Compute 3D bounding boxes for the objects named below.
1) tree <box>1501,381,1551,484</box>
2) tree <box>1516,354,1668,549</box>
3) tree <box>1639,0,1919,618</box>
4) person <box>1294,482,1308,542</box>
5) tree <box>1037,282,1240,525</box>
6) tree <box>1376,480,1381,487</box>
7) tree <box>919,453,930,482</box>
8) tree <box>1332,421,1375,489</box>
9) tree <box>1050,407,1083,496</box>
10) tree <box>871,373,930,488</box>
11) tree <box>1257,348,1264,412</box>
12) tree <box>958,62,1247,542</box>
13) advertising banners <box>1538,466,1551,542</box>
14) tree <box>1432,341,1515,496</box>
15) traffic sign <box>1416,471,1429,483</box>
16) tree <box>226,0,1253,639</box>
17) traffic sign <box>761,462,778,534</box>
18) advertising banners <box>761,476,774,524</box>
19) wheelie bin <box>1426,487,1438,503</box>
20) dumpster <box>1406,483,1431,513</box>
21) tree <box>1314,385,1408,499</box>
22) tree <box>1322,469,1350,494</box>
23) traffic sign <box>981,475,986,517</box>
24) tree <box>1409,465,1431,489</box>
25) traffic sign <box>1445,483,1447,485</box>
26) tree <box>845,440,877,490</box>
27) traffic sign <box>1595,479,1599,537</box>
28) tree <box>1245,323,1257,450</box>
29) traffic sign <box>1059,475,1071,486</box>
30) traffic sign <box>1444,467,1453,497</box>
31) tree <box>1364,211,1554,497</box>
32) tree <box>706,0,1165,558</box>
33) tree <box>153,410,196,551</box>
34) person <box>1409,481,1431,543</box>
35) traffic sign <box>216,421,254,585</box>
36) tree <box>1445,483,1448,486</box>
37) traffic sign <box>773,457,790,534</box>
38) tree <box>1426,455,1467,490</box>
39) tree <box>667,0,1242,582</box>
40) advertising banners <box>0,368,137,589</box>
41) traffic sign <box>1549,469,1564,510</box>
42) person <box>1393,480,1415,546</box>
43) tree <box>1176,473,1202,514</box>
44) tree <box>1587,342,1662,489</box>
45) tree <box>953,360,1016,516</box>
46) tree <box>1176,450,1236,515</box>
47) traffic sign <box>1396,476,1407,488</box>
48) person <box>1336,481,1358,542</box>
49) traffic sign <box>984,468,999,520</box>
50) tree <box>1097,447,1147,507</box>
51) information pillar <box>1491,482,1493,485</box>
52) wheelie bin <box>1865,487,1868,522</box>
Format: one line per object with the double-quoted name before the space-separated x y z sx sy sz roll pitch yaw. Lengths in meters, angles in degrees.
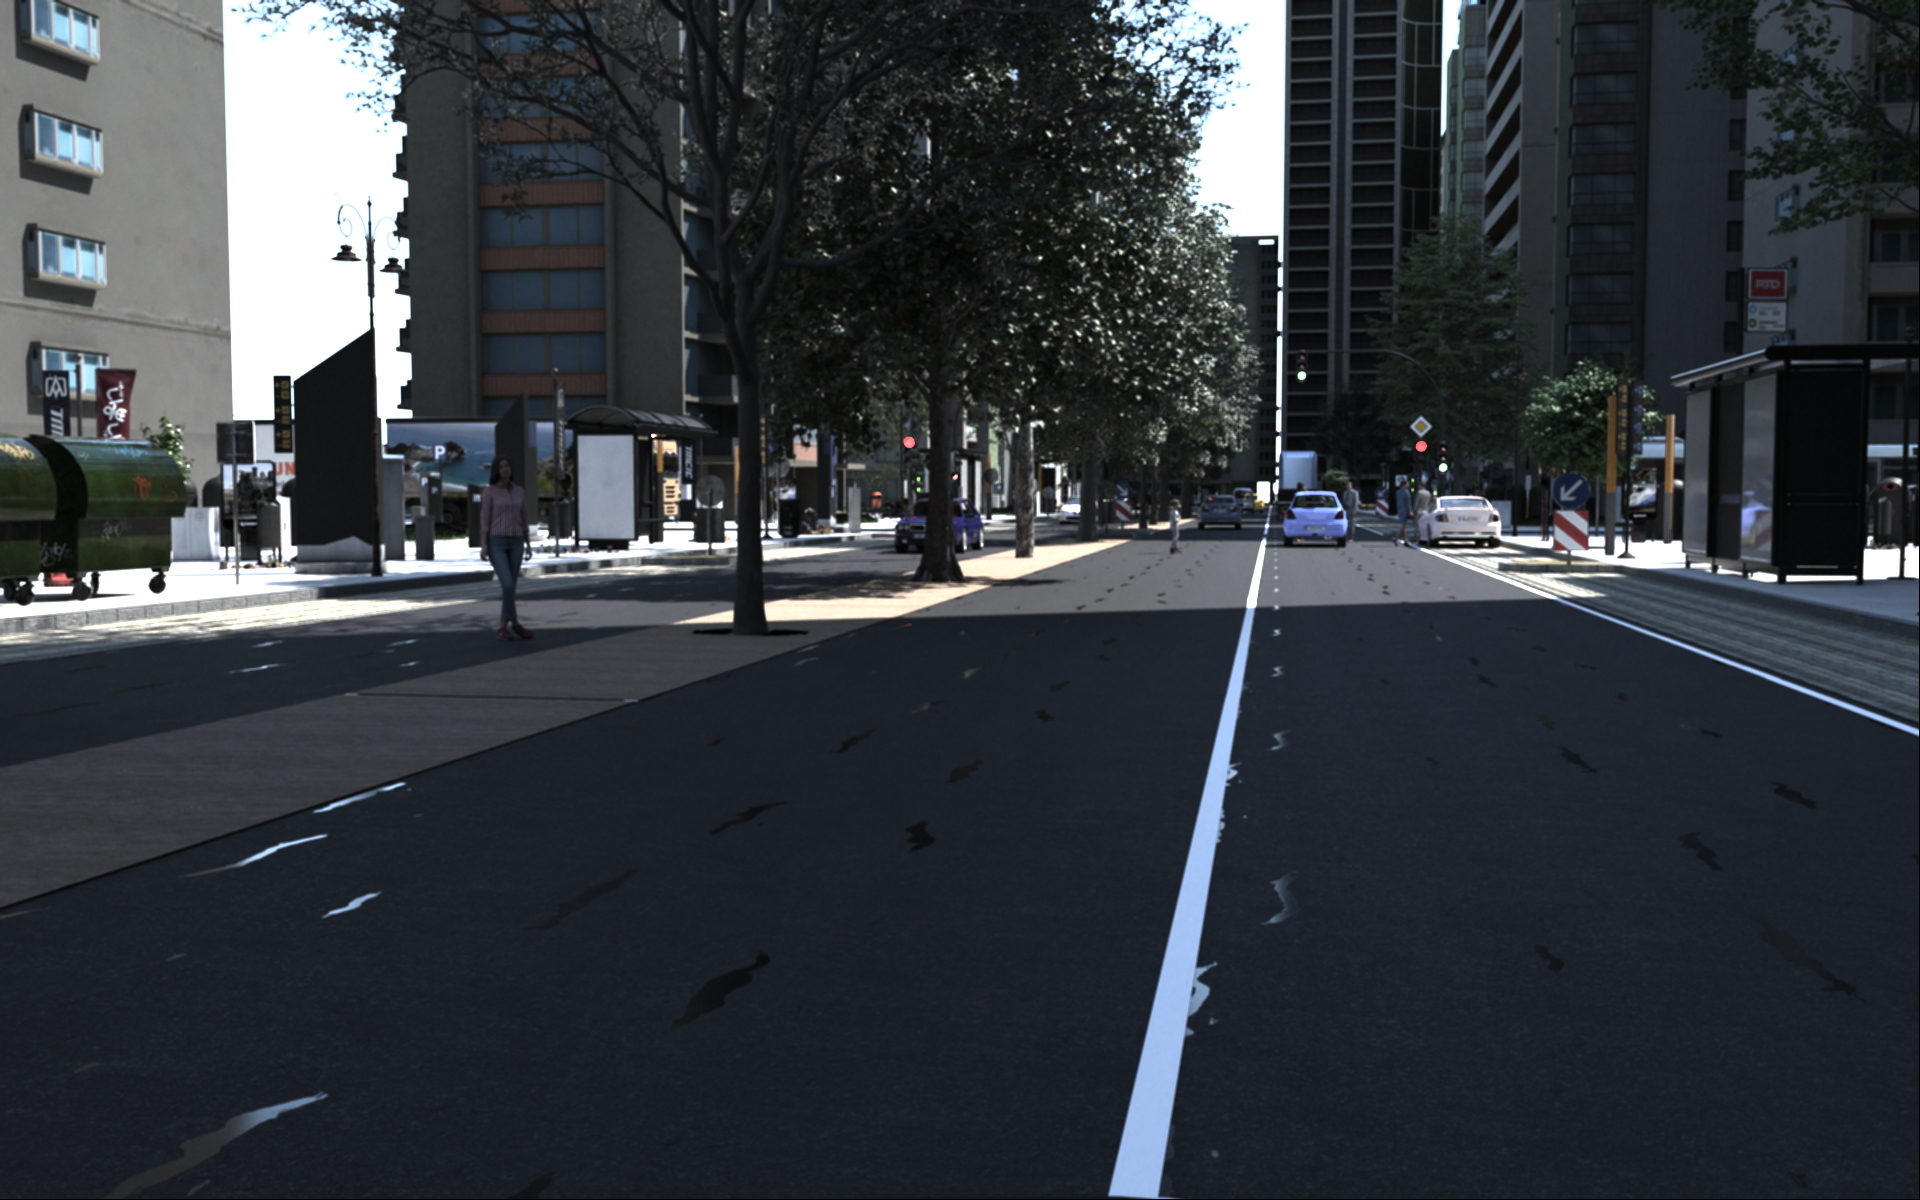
"tree" 36.733 -9.801 110.603 4.737 8.622 4.395 0 3 0
"tree" 14.874 -3.501 40.949 4.285 4.588 4.351 0 3 0
"tree" 10.709 -5.611 17.489 9.928 11.665 9.643 0 3 0
"person" 10.232 -2.654 52.143 0.529 1.795 0.600 -3 4 -37
"tree" 8.981 -9.233 79.166 9.928 11.665 9.643 0 3 0
"tree" 31.885 -8.263 129.698 1.663 3.219 1.824 0 3 0
"tree" -1.469 -7.893 112.765 4.285 4.588 4.351 0 3 0
"tree" 35.989 -12.688 157.814 4.360 8.622 3.978 0 3 0
"tree" 8.251 -10.910 128.736 4.360 8.622 3.978 0 3 0
"tree" -2.097 -7.351 70.544 4.737 8.622 4.395 0 3 0
"tree" 13.024 -11.677 100.023 9.857 13.997 8.962 0 3 0
"tree" 3.823 -8.725 51.769 9.857 13.997 8.962 0 3 0
"advertising banners" 15.968 -3.130 47.371 0.090 3.025 2.074 1 4 11
"tree" 23.248 -7.901 79.551 4.360 8.622 3.978 0 3 0
"traffic sign" 25.495 -5.847 95.709 0.768 2.556 0.104 1 4 14
"tree" -2.130 -6.375 17.061 12.009 13.543 11.850 0 3 0
"traffic sign" -5.912 -3.219 52.736 0.768 2.556 0.104 1 4 17
"advertising banners" -8.302 -4.755 73.936 0.090 3.025 2.074 1 4 12
"wheelie bin" 21.141 -4.274 77.784 0.693 1.594 0.980 2 4 27
"dumpster" 23.209 -5.007 87.628 1.264 1.857 1.865 1 4 10
"tree" 34.203 -13.040 147.615 8.767 10.594 7.601 1 4 21
"tree" 44.465 -13.553 205.300 4.285 4.588 4.351 0 3 0
"traffic sign" 1.417 -5.697 95.269 0.606 2.300 0.079 1 4 11
"tree" 26.658 -6.433 99.784 1.663 3.219 1.824 0 3 0
"traffic sign" 27.428 -6.013 98.421 0.768 2.556 0.104 1 4 11
"tree" -7.025 -10.092 115.366 4.360 8.622 3.978 0 3 0
"traffic sign" 19.194 -3.182 52.133 0.768 2.556 0.104 1 4 18
"tree" 10.501 -11.015 89.202 9.857 13.997 8.962 0 3 0
"traffic sign" 7.227 -7.318 119.647 0.884 2.594 0.081 1 4 17
"traffic sign" 23.435 -5.061 82.860 0.768 2.556 0.104 1 4 13
"tree" 19.835 -9.307 70.293 7.486 12.596 7.792 0 3 0
"tree" 0.408 -11.062 39.202 12.611 20.169 13.585 0 3 0
"tree" -18.003 -2.745 39.489 1.663 3.219 1.824 0 3 0
"person" 13.526 -2.578 50.759 0.694 1.812 0.767 -2 4 -33
"traffic sign" -10.202 -1.362 24.399 0.606 2.300 0.079 1 4 15
"tree" 32.287 -7.521 117.562 1.663 3.219 1.824 0 3 0
"traffic sign" -5.775 -3.358 55.015 0.768 2.556 0.104 1 4 15
"tree" 34.149 -8.512 122.892 4.285 4.588 4.351 0 3 0
"tree" -0.316 -6.650 28.189 9.611 12.733 9.660 0 3 0
"advertising banners" -12.396 -1.688 23.787 2.074 3.025 0.090 -3 4 -36
"traffic sign" 16.836 -2.959 48.375 0.884 2.594 0.081 1 4 11
"person" 12.159 -2.392 47.640 0.654 1.822 0.581 -1 4 -13
"tree" 17.246 -10.533 125.036 4.360 8.622 3.978 0 3 0
"tree" 32.185 -8.234 84.995 4.737 8.622 4.395 0 3 0
"tree" 3.288 -10.815 102.581 9.928 11.665 9.643 0 3 0
"tree" 15.656 -12.110 118.587 7.486 12.596 7.792 0 3 0
"traffic sign" 23.884 -5.606 93.782 0.606 2.300 0.079 1 4 14
"person" 11.588 -2.634 51.658 0.391 1.810 0.635 -3 5 -44
"traffic sign" 1.540 -5.229 85.597 0.768 2.556 0.104 1 4 15
"tree" 21.173 -16.232 199.800 7.601 10.594 8.767 3 5 42
"information pillar" 31.331 -5.999 102.568 0.304 2.012 0.304 3 4 37
"wheelie bin" 16.722 -1.527 32.876 0.693 1.594 0.980 -1 4 -22
